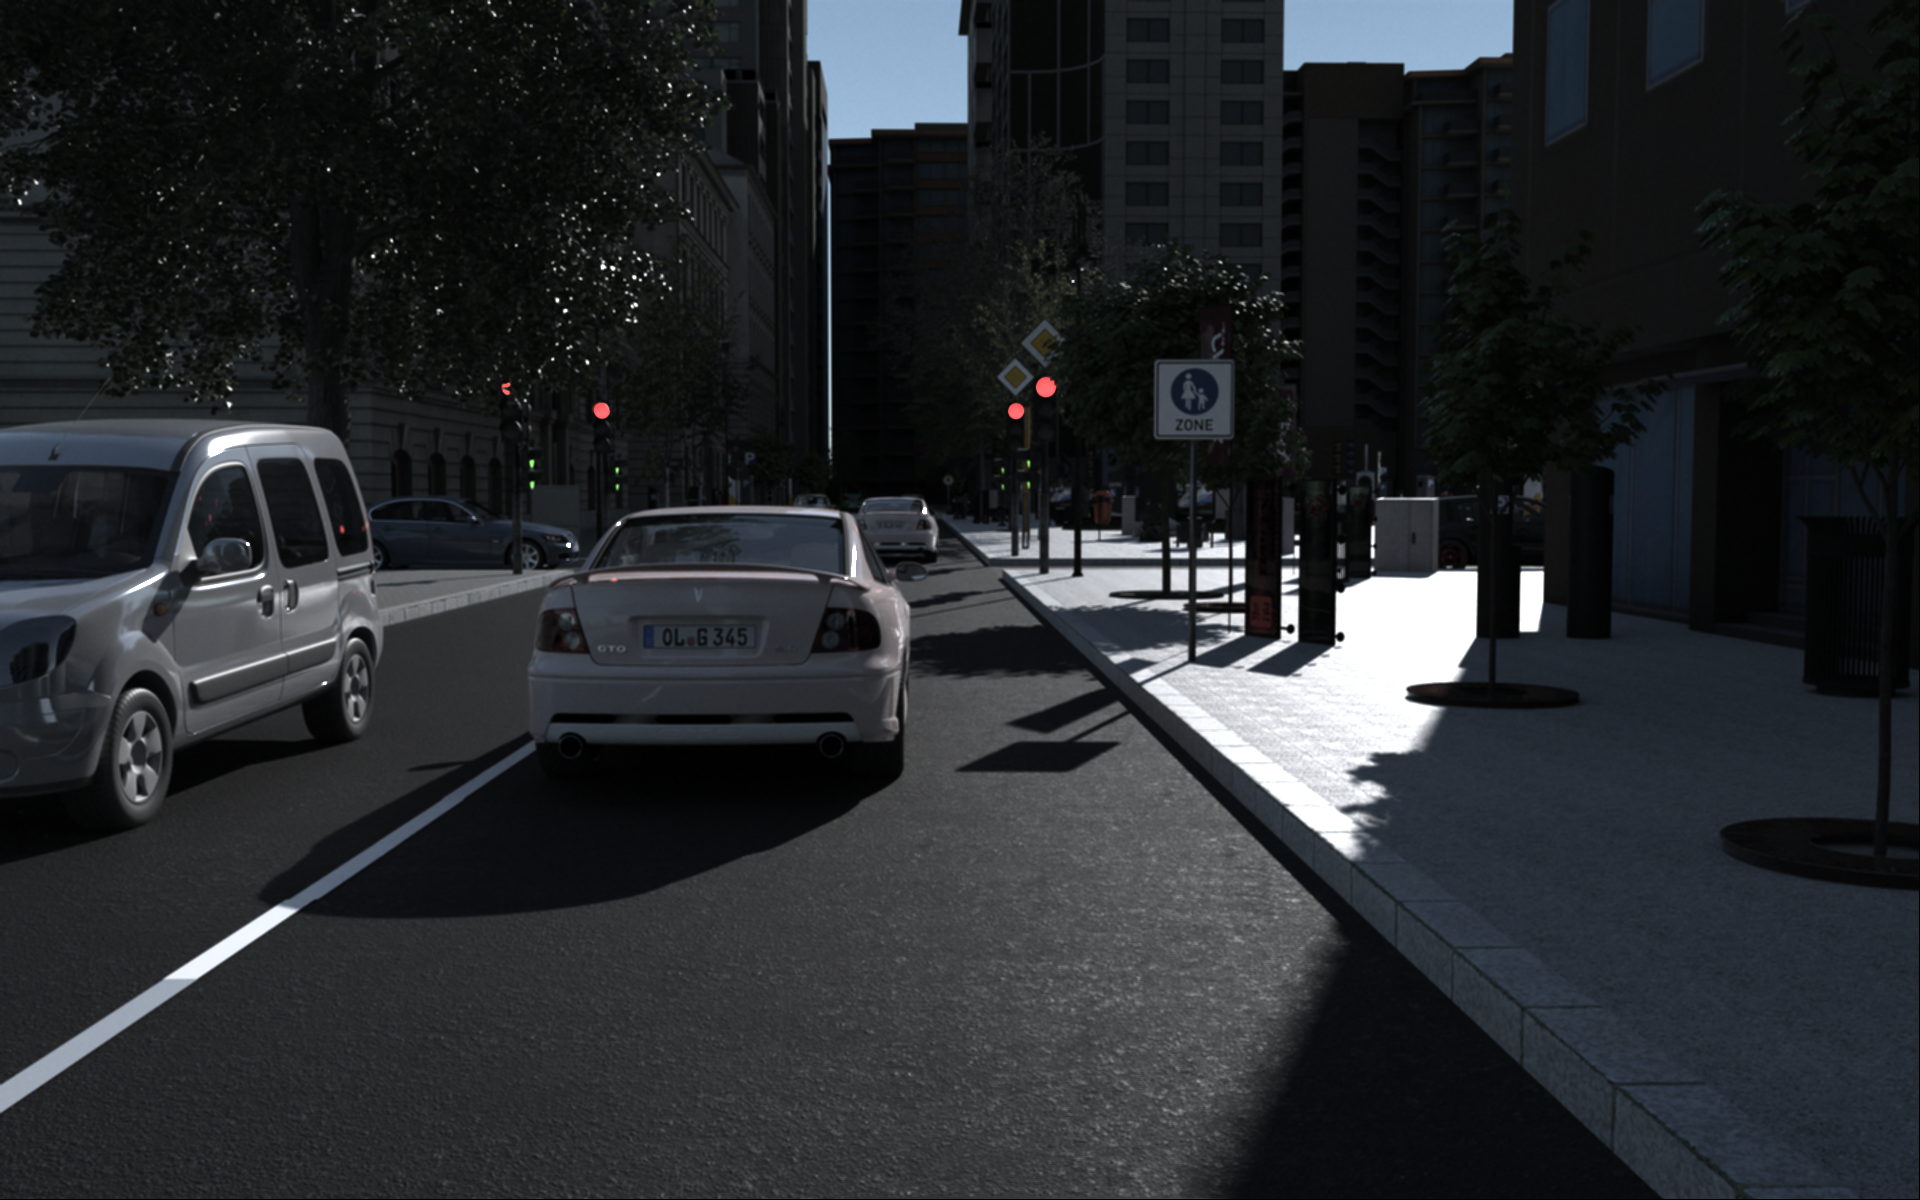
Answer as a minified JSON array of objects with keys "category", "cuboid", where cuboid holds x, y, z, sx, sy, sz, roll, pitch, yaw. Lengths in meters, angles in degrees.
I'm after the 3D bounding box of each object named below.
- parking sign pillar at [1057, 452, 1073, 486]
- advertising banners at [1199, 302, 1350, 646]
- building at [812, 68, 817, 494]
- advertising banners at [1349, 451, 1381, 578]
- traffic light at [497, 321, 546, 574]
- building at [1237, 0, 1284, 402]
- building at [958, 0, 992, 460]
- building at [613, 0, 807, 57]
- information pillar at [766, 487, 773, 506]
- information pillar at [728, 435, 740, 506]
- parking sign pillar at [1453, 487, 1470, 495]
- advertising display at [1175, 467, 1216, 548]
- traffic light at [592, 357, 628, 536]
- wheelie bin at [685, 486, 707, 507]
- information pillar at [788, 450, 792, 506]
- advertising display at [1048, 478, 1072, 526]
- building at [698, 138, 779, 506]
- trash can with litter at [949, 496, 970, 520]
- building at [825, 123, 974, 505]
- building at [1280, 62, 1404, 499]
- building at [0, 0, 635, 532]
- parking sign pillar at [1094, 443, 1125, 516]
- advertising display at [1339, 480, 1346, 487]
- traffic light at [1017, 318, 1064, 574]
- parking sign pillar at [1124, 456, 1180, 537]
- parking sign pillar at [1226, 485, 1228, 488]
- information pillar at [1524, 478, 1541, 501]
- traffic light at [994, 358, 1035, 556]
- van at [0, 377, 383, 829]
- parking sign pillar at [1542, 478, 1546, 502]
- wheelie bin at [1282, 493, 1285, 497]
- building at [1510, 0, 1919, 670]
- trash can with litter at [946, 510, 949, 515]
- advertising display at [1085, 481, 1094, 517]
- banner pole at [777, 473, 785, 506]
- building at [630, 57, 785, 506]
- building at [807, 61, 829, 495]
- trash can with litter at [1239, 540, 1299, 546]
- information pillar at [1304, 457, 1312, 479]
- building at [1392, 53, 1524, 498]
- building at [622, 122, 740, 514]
[{"category":"parking sign pillar","cuboid":[6.628,-7.392,109.337,1.447,3.967,1.447,-2,4,-28]},{"category":"advertising banners","cuboid":[2.725,-1.176,15.418,0.090,3.025,2.074,-2,4,-27]},{"category":"building","cuboid":[-20.766,-29.210,161.175,14.154,41.232,14.086,0,4,-2]},{"category":"advertising banners","cuboid":[5.636,-1.886,27.019,0.090,3.025,2.074,-3,5,-40]},{"category":"traffic light","cuboid":[-7.066,-2.367,27.624,0.839,4.253,0.868,0,4,-2]},{"category":"building","cuboid":[11.213,-42.053,125.817,20.563,71.187,20.611,0,4,-2]},{"category":"building","cuboid":[14.565,-35.586,171.067,28.713,52.752,27.495,0,4,-2]},{"category":"building","cuboid":[-19.003,-27.428,132.041,14.154,41.232,14.086,0,4,-2]},{"category":"information pillar","cuboid":[-9.331,-4.910,84.770,0.304,2.012,0.304,-1,4,-16]},{"category":"information pillar","cuboid":[-8.938,-4.720,68.522,0.504,3.616,0.183,-2,4,-30]},{"category":"parking sign pillar","cuboid":[31.984,-7.460,110.439,1.447,3.967,1.447,-1,4,-15]},{"category":"advertising display","cuboid":[5.645,-2.223,41.565,0.974,1.923,0.123,2,4,24]},{"category":"traffic light","cuboid":[-7.284,-2.855,35.606,0.839,4.253,0.868,0,4,-2]},{"category":"wheelie bin","cuboid":[-10.905,-3.902,71.698,0.980,1.594,0.693,1,4,12]},{"category":"information pillar","cuboid":[-8.959,-6.112,91.287,0.183,3.616,0.504,0,4,5]},{"category":"advertising display","cuboid":[4.002,-3.918,69.280,0.974,1.923,0.123,-1,4,-11]},{"category":"building","cuboid":[-15.992,-15.349,100.111,9.793,20.994,18.267,0,4,-2]},{"category":"trash can with litter","cuboid":[0.043,-4.661,87.592,0.624,1.170,1.055,1,4,22]},{"category":"building","cuboid":[-2.796,-33.806,207.345,28.867,44.769,22.147,0,4,-2]},{"category":"building","cuboid":[36.111,-32.262,177.600,14.200,45.320,14.600,0,4,-2]},{"category":"building","cuboid":[-18.339,-14.352,53.733,14.460,24.649,34.723,0,4,-2]},{"category":"parking sign pillar","cuboid":[6.301,-5.165,72.921,1.447,3.967,1.447,-2,4,-33]},{"category":"advertising display","cuboid":[17.377,-4.498,78.758,0.123,1.923,0.974,1,4,23]},{"category":"traffic light","cuboid":[1.342,-2.382,27.869,0.839,4.253,0.868,0,4,-2]},{"category":"parking sign pillar","cuboid":[5.967,-3.900,52.231,1.447,3.967,1.447,-1,4,-13]},{"category":"parking sign pillar","cuboid":[13.352,-6.249,90.642,1.447,3.967,1.447,-1,4,-12]},{"category":"information pillar","cuboid":[13.931,-3.109,42.183,0.183,3.616,0.504,-2,4,-26]},{"category":"traffic light","cuboid":[1.124,-2.870,35.851,0.839,4.253,0.868,0,4,-2]},{"category":"van","cuboid":[-4.324,-0.104,8.712,2.013,2.044,4.112,0,4,0]},{"category":"parking sign pillar","cuboid":[30.541,-6.144,88.924,1.447,3.967,1.447,-3,5,-42]},{"category":"wheelie bin","cuboid":[18.558,-5.705,101.187,0.693,1.594,0.980,-1,4,-18]},{"category":"building","cuboid":[13.648,-22.174,12.660,14.600,45.320,14.200,0,4,-2]},{"category":"trash can with litter","cuboid":[-0.506,-5.871,107.370,0.624,1.170,1.055,-3,5,-40]},{"category":"advertising display","cuboid":[6.873,-5.109,88.745,0.974,1.923,0.123,1,4,12]},{"category":"banner pole","cuboid":[-9.705,-6.339,93.657,0.401,3.779,0.863,2,4,33]},{"category":"building","cuboid":[-19.598,-21.197,118.278,14.160,30.474,14.107,0,4,-2]},{"category":"building","cuboid":[-20.891,-32.207,176.689,14.200,45.320,14.600,0,4,-2]},{"category":"trash can with litter","cuboid":[8.172,-1.999,43.741,1.678,1.210,2.233,-1,4,-15]},{"category":"information pillar","cuboid":[21.883,-7.184,108.816,0.504,3.616,0.183,-1,4,-12]},{"category":"building","cuboid":[57.718,-31.842,175.240,28.867,44.769,22.147,0,4,-2]},{"category":"building","cuboid":[-16.541,-13.259,81.406,10.561,19.102,19.286,0,4,-2]}]
